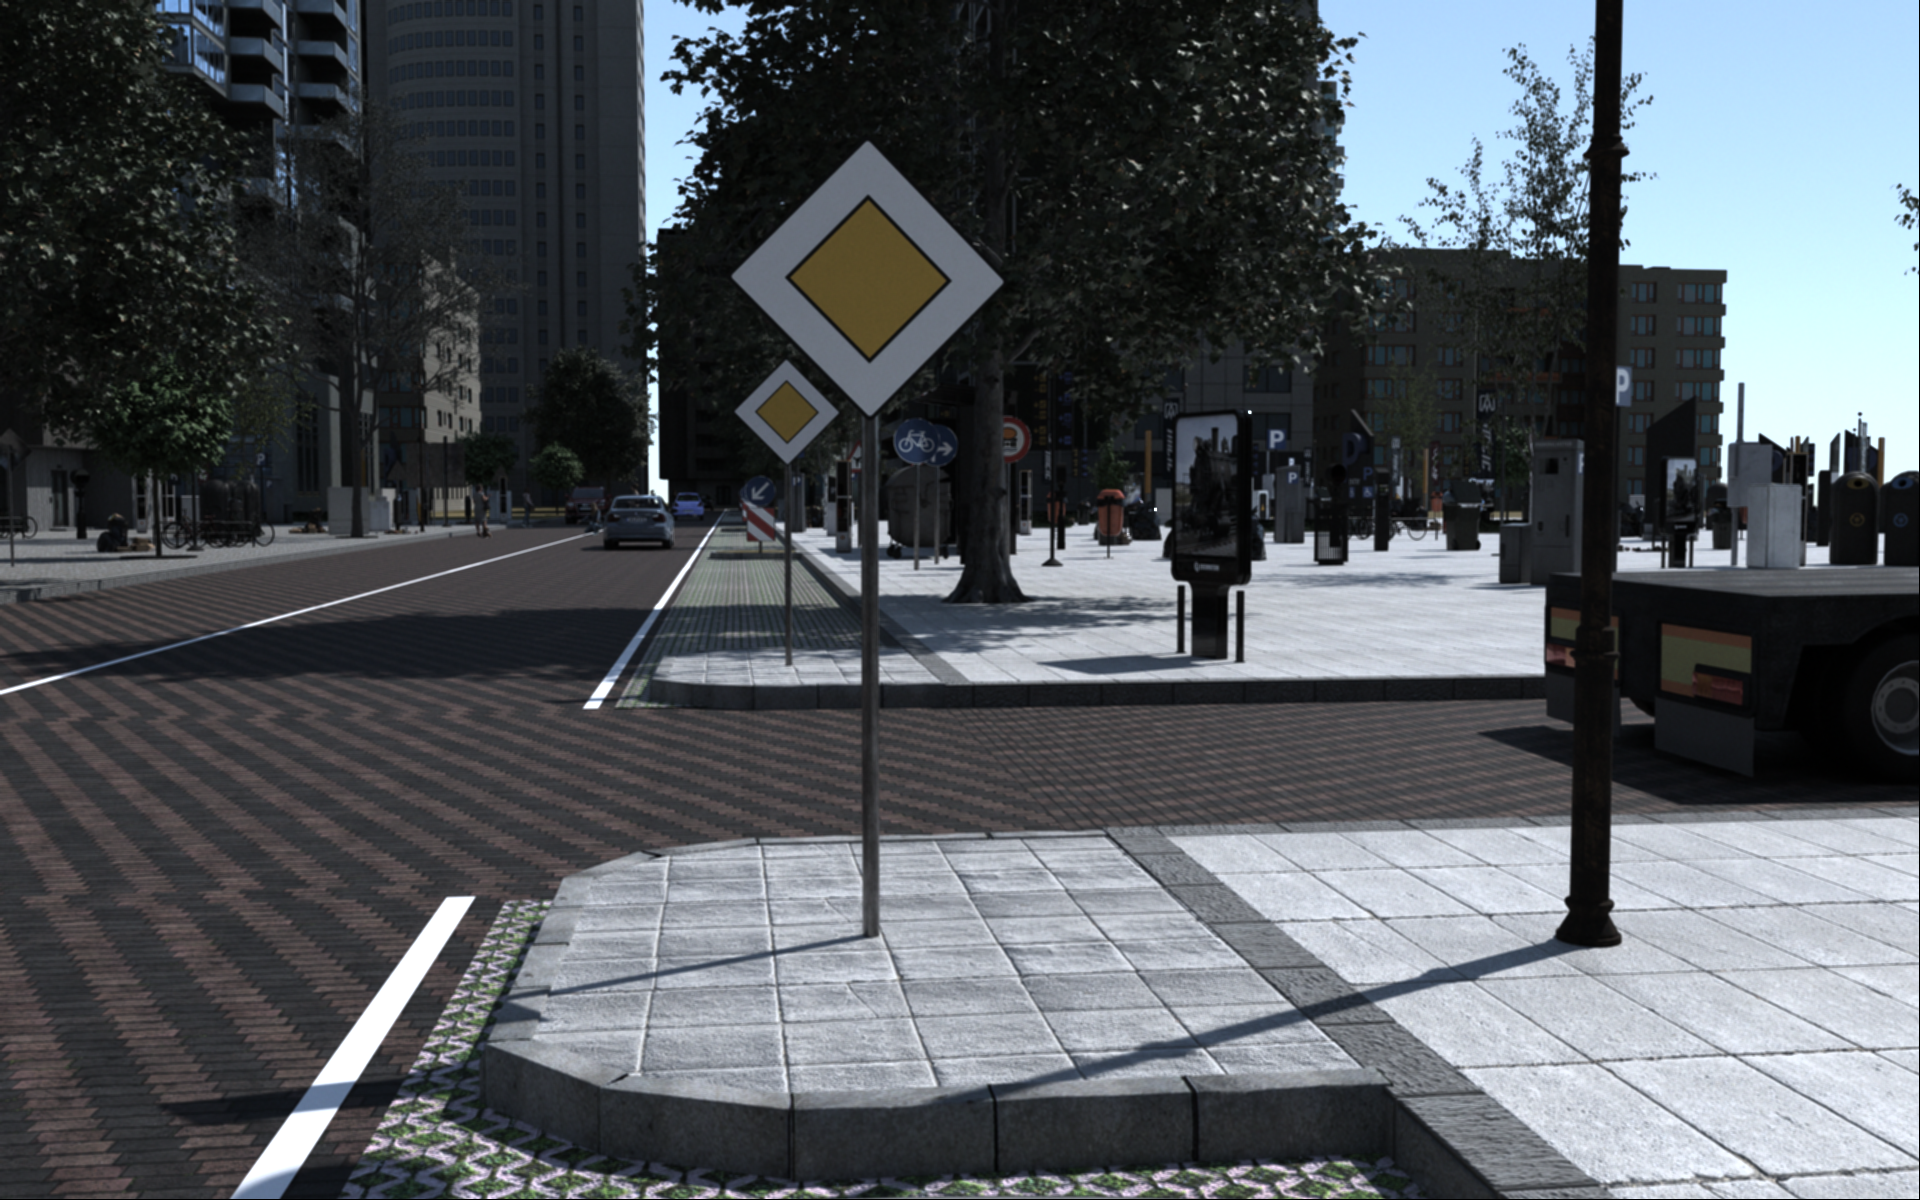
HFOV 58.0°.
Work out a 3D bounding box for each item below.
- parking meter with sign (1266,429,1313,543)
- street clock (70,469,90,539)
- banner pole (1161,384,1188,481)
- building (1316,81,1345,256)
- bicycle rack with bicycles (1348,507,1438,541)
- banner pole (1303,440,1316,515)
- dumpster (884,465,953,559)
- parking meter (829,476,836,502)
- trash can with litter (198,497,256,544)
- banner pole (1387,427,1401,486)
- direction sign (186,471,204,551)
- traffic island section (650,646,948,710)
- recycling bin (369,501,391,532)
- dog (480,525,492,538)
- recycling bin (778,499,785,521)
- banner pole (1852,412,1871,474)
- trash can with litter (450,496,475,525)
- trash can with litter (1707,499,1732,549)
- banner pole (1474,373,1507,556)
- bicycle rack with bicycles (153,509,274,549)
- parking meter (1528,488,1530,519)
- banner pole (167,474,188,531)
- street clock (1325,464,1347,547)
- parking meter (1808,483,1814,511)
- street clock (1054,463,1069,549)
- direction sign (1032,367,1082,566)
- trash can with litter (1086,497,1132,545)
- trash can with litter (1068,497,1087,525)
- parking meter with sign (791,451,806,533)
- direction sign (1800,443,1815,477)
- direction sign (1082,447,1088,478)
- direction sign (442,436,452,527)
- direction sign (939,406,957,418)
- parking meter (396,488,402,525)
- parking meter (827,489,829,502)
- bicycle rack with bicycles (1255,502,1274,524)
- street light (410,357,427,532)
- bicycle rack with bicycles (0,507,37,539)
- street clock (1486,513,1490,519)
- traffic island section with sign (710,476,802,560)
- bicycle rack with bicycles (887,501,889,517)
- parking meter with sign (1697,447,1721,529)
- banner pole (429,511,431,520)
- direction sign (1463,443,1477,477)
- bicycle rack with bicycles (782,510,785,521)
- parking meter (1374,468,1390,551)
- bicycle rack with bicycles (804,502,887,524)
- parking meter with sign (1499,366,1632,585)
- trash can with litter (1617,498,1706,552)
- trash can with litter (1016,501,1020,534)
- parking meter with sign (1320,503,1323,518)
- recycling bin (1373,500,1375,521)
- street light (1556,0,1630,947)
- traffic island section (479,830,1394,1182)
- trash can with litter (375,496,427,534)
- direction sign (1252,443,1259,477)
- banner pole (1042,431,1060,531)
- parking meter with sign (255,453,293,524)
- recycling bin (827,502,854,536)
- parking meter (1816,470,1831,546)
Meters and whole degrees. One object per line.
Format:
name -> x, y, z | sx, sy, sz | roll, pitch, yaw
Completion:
parking meter with sign -> 8.638, -3.026, 45.734 | 0.543, 3.016, 1.738 | -1, 4, -11
street clock -> -25.079, -2.742, 49.401 | 0.358, 2.002, 0.471 | 2, 4, 28
banner pole -> 4.941, -3.029, 39.544 | 0.863, 3.779, 0.401 | 3, 5, 44
building -> 27.263, -35.428, 198.858 | 30.456, 49.044, 23.786 | 0, 4, -7
bicycle rack with bicycles -> 11.886, -2.157, 48.641 | 2.925, 0.926, 2.852 | -2, 4, -28
banner pole -> 16.373, -5.563, 80.969 | 0.401, 3.779, 0.863 | -3, 5, -40
dumpster -> -0.825, -1.780, 34.866 | 1.264, 1.857, 1.865 | 0, 4, -7
parking meter -> -4.010, -3.061, 55.763 | 0.399, 1.863, 0.255 | 1, 4, 18
trash can with litter -> -19.394, -2.114, 45.624 | 1.678, 1.210, 2.233 | 1, 4, 11
banner pole -> 16.172, -4.573, 64.791 | 0.863, 3.779, 0.401 | -2, 4, -30
direction sign -> -17.306, -2.880, 39.082 | 0.379, 3.537, 0.876 | -2, 4, -31
traffic island section -> -1.261, 0.570, 12.969 | 2.009, 0.180, 2.903 | 0, 4, -7
recycling bin -> -19.974, -2.864, 59.373 | 0.722, 1.027, 0.722 | -2, 4, -34
dog -> -15.608, -2.240, 56.818 | 0.550, 0.427, 0.748 | 1, 4, 11
recycling bin -> -8.353, -4.370, 84.009 | 0.722, 1.027, 0.722 | 2, 4, 34
banner pole -> 27.566, -3.851, 52.987 | 0.863, 3.779, 0.401 | -3, 5, -43
trash can with litter -> -20.872, -3.829, 73.662 | 1.678, 1.210, 2.233 | -2, 4, -24
trash can with litter -> 17.793, -1.776, 40.425 | 0.624, 1.170, 1.055 | 2, 4, 27
banner pole -> 11.127, -2.822, 36.160 | 0.401, 3.779, 0.863 | -3, 5, -42
bicycle rack with bicycles -> -18.113, -1.747, 41.942 | 2.925, 0.926, 2.852 | -3, 5, -40
parking meter -> 22.782, -3.700, 68.904 | 0.372, 1.533, 0.369 | 0, 3, 0
banner pole -> -27.415, -4.328, 60.784 | 0.863, 3.779, 0.401 | -2, 4, -23
street clock -> 9.056, -2.275, 41.773 | 0.471, 2.002, 0.358 | -2, 4, -25
parking meter -> 46.302, -5.427, 94.442 | 0.399, 1.863, 0.255 | 1, 4, 10
street clock -> 2.345, -2.175, 40.133 | 0.358, 2.002, 0.471 | 0, 4, 4
direction sign -> 1.646, -2.373, 30.797 | 0.876, 3.537, 0.379 | 3, 4, 38
trash can with litter -> 3.801, -1.955, 43.349 | 0.624, 1.170, 1.055 | 3, 5, 43
trash can with litter -> 4.842, -3.663, 71.284 | 1.055, 1.170, 0.624 | 1, 4, 10
parking meter with sign -> -5.403, -3.767, 57.852 | 0.543, 3.016, 1.738 | 0, 4, -1
direction sign -> 37.824, -5.228, 77.479 | 0.379, 3.537, 0.876 | -1, 4, -22
direction sign -> 5.733, -5.570, 83.058 | 0.876, 3.537, 0.379 | -2, 4, -28
direction sign -> -20.107, -4.633, 67.746 | 0.379, 3.537, 0.876 | -1, 4, -23
direction sign -> -0.165, -3.218, 44.612 | 0.876, 3.537, 0.379 | 2, 4, 35
parking meter -> -23.203, -3.851, 71.376 | 0.372, 1.533, 0.369 | 0, 3, 0
parking meter -> -6.371, -4.619, 83.938 | 0.372, 1.533, 0.369 | 0, 3, 0
bicycle rack with bicycles -> 8.188, -2.519, 54.570 | 2.925, 0.926, 2.852 | -1, 4, -23
street light -> -18.261, -5.251, 58.647 | 0.468, 5.910, 1.993 | 0, 4, -7
bicycle rack with bicycles -> -27.846, -2.204, 49.412 | 2.852, 0.926, 2.925 | 3, 4, 36
street clock -> 22.944, -4.324, 75.270 | 0.471, 2.002, 0.358 | -2, 4, -26
traffic island section with sign -> -4.549, -1.826, 38.475 | 1.989, 1.847, 2.006 | 0, 4, -7
bicycle rack with bicycles -> -3.180, -4.296, 83.614 | 2.852, 0.926, 2.925 | 1, 4, 9
parking meter with sign -> 27.410, -4.181, 64.617 | 1.738, 3.016, 0.543 | 2, 4, 24
banner pole -> -25.800, -5.804, 84.918 | 0.863, 3.779, 0.401 | -3, 5, -42
direction sign -> 22.608, -5.180, 76.694 | 0.379, 3.537, 0.876 | -2, 4, -31
bicycle rack with bicycles -> -6.612, -3.975, 78.374 | 2.925, 0.926, 2.852 | -1, 4, -16
parking meter -> 9.527, -2.043, 39.117 | 0.255, 1.863, 0.399 | 0, 4, 1
bicycle rack with bicycles -> -5.279, -3.706, 73.975 | 2.925, 0.926, 2.852 | 3, 4, 38
parking meter with sign -> 8.439, -1.716, 24.321 | 0.543, 3.016, 1.738 | -3, 5, -41
trash can with litter -> 15.383, -1.701, 38.870 | 2.233, 1.210, 1.678 | -1, 4, -11
trash can with litter -> 1.758, -2.704, 55.592 | 1.055, 1.170, 0.624 | 2, 4, 32
parking meter with sign -> 16.499, -5.284, 82.654 | 1.738, 3.016, 0.543 | 3, 5, 41
recycling bin -> 18.546, -3.975, 77.543 | 0.722, 1.027, 0.722 | 1, 4, 10
street light -> 1.811, -1.959, 4.810 | 0.468, 5.910, 1.993 | 0, 4, -7
traffic island section -> -0.239, 1.054, 5.050 | 2.009, 0.180, 2.903 | 0, 4, -7
trash can with litter -> -18.105, -2.764, 56.251 | 1.678, 1.210, 2.233 | -1, 4, -11
direction sign -> 13.027, -5.226, 77.445 | 0.379, 3.537, 0.876 | -2, 4, -32
banner pole -> 3.210, -4.279, 59.986 | 0.863, 3.779, 0.401 | 1, 4, 17
parking meter with sign -> -29.174, -4.742, 73.786 | 0.543, 3.016, 1.738 | 1, 4, 17
recycling bin -> -3.646, -2.462, 52.809 | 0.722, 1.027, 0.722 | 0, 4, 6
parking meter -> 21.259, -2.258, 42.622 | 0.255, 1.863, 0.399 | 1, 4, 21
